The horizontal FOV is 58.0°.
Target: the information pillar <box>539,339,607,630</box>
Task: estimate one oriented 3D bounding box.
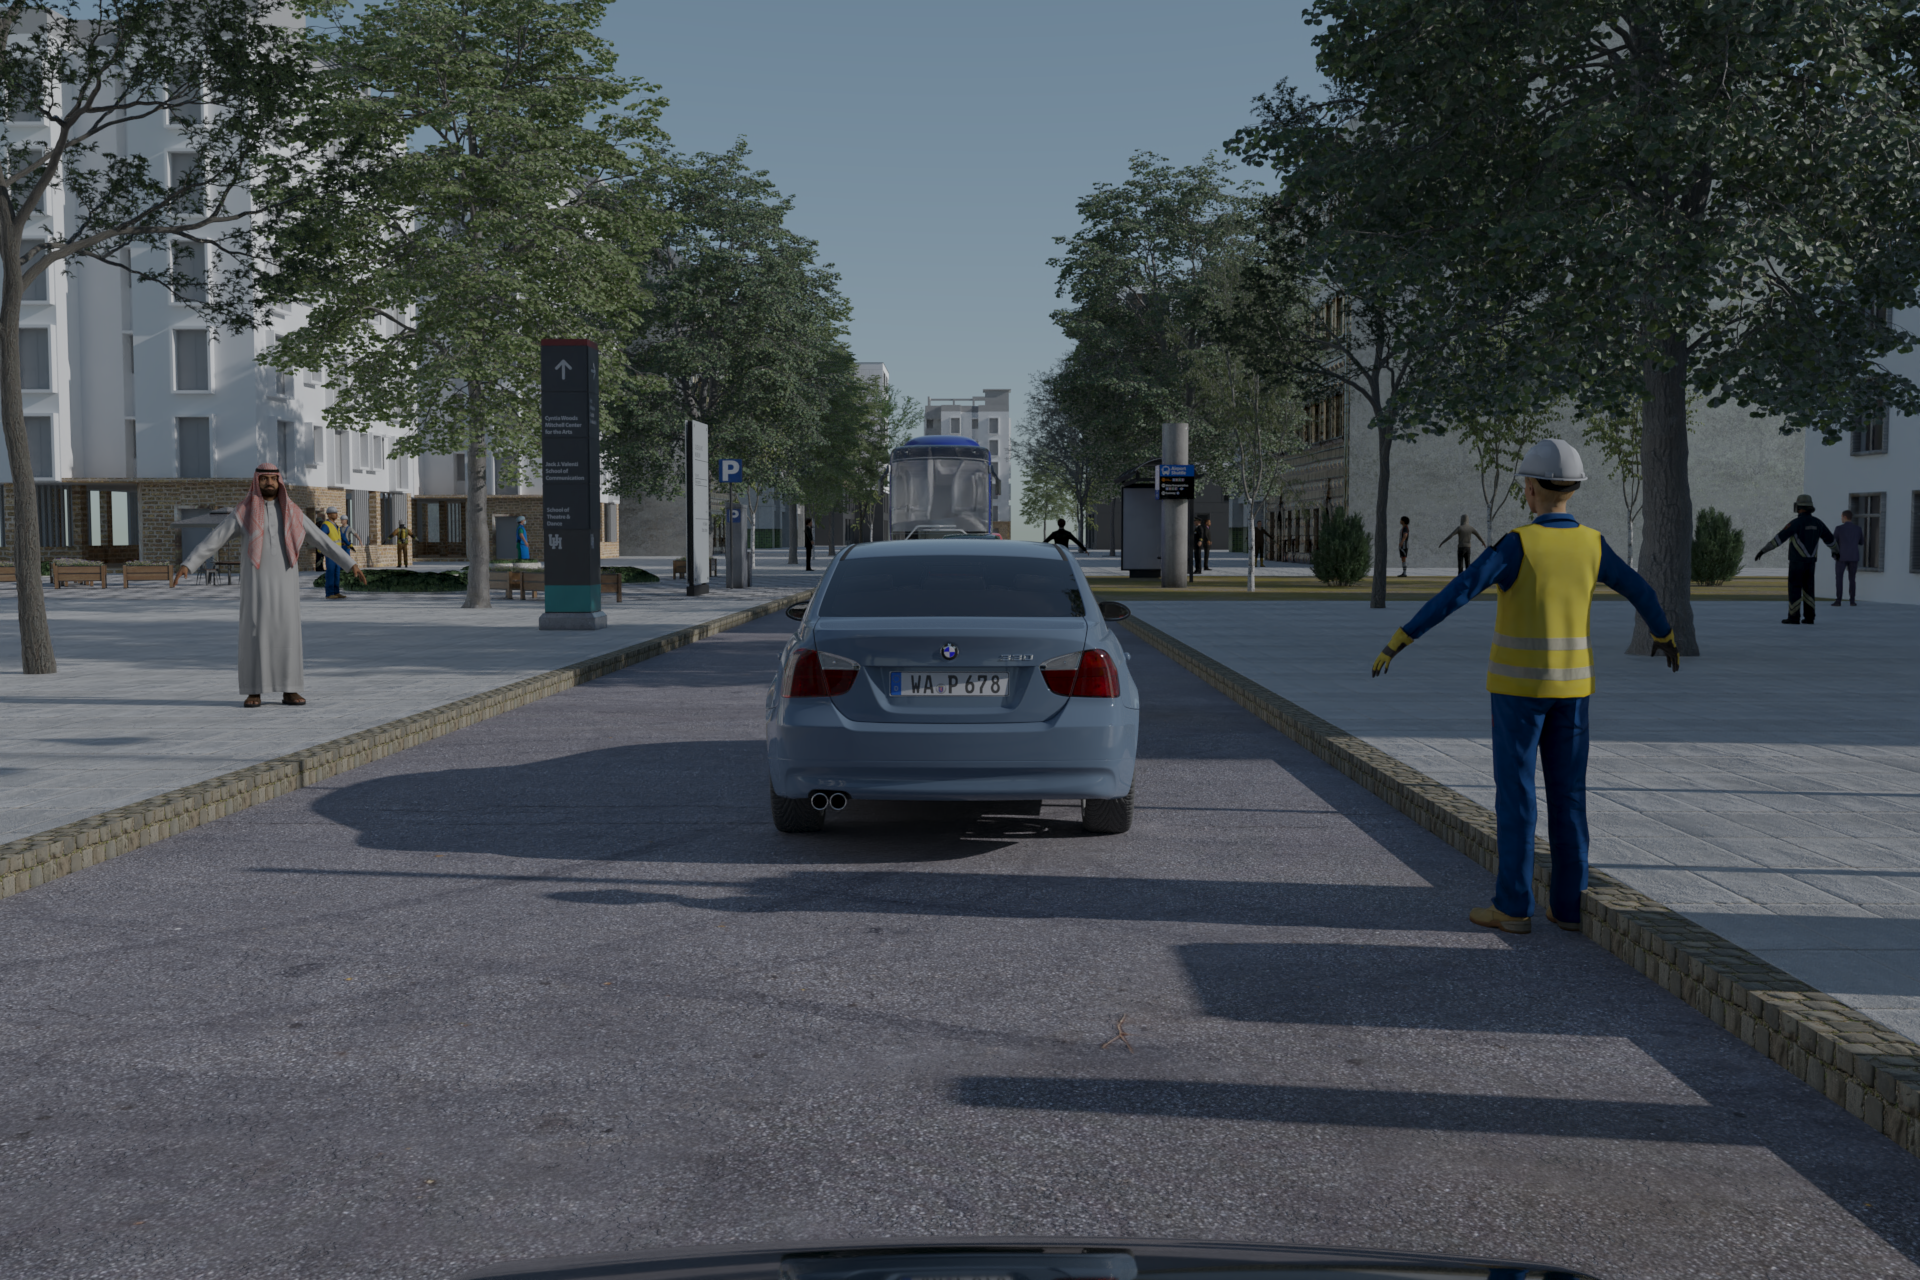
[{"bbox_3d":[-5.232,-2.077,23.331,0.750,3.857,0.750,0,4,1],"label":"information pillar"}]

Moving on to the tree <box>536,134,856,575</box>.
[{"bbox_3d":[-8.180,-9.034,54.357,9.857,13.997,8.962,0,3,0],"label":"tree"}]

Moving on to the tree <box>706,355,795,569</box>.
[{"bbox_3d":[-7.759,-6.947,63.943,4.737,8.622,4.395,0,3,0],"label":"tree"}]

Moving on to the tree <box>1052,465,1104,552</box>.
[{"bbox_3d":[8.343,-10.656,124.592,4.360,8.622,3.978,0,3,0],"label":"tree"}]

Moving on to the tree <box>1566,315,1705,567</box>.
[{"bbox_3d":[19.619,-6.124,50.490,4.737,8.622,4.395,0,3,0],"label":"tree"}]

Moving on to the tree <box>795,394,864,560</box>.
[{"bbox_3d":[-6.964,-8.226,84.851,4.737,8.622,4.395,0,3,0],"label":"tree"}]

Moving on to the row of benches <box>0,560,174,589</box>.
[{"bbox_3d":[-20.685,-1.535,40.561,4.104,0.672,1.422,-1,4,-22],"label":"row of benches"}]

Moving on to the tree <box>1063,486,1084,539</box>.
[{"bbox_3d":[15.360,-17.143,230.651,4.737,8.622,4.395,0,3,0],"label":"tree"}]

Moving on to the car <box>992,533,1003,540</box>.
[{"bbox_3d":[1.450,-4.954,90.045,2.155,1.783,4.494,0,4,-1],"label":"car"}]

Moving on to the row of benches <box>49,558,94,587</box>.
[{"bbox_3d":[-22.461,-1.729,43.729,1.422,0.672,4.104,-2,4,-32],"label":"row of benches"}]

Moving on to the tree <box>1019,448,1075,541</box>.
[{"bbox_3d":[11.375,-18.683,223.593,7.486,12.596,7.792,0,3,0],"label":"tree"}]

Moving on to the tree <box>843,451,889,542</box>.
[{"bbox_3d":[-6.967,-11.174,133.051,4.737,8.622,4.395,0,3,0],"label":"tree"}]

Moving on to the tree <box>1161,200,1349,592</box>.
[{"bbox_3d":[6.549,-5.400,38.655,4.360,8.622,3.978,0,3,0],"label":"tree"}]

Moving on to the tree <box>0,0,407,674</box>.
[{"bbox_3d":[-8.777,-4.957,15.464,7.601,10.594,8.767,-2,4,-33],"label":"tree"}]

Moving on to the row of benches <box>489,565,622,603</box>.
[{"bbox_3d":[-8.021,-1.109,33.597,4.104,0.672,1.422,3,5,44],"label":"row of benches"}]

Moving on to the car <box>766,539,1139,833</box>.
[{"bbox_3d":[-0.018,0.147,9.599,2.014,1.417,4.499,0,4,1],"label":"car"}]

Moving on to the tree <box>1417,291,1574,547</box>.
[{"bbox_3d":[13.444,-5.700,43.556,4.737,8.622,4.395,0,3,0],"label":"tree"}]

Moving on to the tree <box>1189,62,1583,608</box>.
[{"bbox_3d":[7.590,-5.835,29.821,7.601,10.594,8.767,-1,4,-17],"label":"tree"}]

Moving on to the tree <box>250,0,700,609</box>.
[{"bbox_3d":[-8.453,-6.848,30.093,7.486,12.596,7.792,0,3,0],"label":"tree"}]

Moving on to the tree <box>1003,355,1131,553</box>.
[{"bbox_3d":[8.098,-12.498,114.719,12.009,13.543,11.850,0,3,0],"label":"tree"}]

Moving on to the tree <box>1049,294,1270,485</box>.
[{"bbox_3d":[7.838,-8.098,66.810,8.767,10.594,7.601,0,4,-4],"label":"tree"}]

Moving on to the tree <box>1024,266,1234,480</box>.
[{"bbox_3d":[8.133,-10.326,79.193,12.009,13.543,11.850,0,3,0],"label":"tree"}]

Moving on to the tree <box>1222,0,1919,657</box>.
[{"bbox_3d":[7.428,-6.807,17.945,9.857,13.997,8.962,0,3,0],"label":"tree"}]

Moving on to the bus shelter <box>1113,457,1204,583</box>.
[{"bbox_3d":[5.454,-3.320,48.206,2.014,3.302,5.546,0,4,1],"label":"bus shelter"}]

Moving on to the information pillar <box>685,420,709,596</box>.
[{"bbox_3d":[-5.542,-2.766,36.536,0.184,3.620,1.656,0,4,2],"label":"information pillar"}]

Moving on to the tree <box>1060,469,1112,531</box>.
[{"bbox_3d":[9.353,-11.079,131.506,4.737,8.622,4.395,0,3,0],"label":"tree"}]

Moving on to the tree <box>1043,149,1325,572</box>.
[{"bbox_3d":[7.268,-9.159,56.409,9.857,13.997,8.962,0,3,0],"label":"tree"}]

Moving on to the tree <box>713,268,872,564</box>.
[{"bbox_3d":[-7.381,-9.524,73.846,7.486,12.596,7.792,0,3,0],"label":"tree"}]

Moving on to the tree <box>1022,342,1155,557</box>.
[{"bbox_3d":[8.717,-11.531,98.894,12.009,13.543,11.850,0,3,0],"label":"tree"}]

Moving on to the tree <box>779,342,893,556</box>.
[{"bbox_3d":[-7.494,-11.234,101.803,7.486,12.596,7.792,0,3,0],"label":"tree"}]

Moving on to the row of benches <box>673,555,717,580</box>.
[{"bbox_3d":[-7.725,-2.144,50.522,1.422,0.672,4.104,0,4,1],"label":"row of benches"}]

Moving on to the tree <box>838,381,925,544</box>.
[{"bbox_3d":[-6.432,-11.584,115.151,9.928,11.665,9.643,0,3,0],"label":"tree"}]

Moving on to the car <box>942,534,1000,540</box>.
[{"bbox_3d":[0.232,-1.607,38.073,2.131,1.459,4.920,0,4,1],"label":"car"}]
